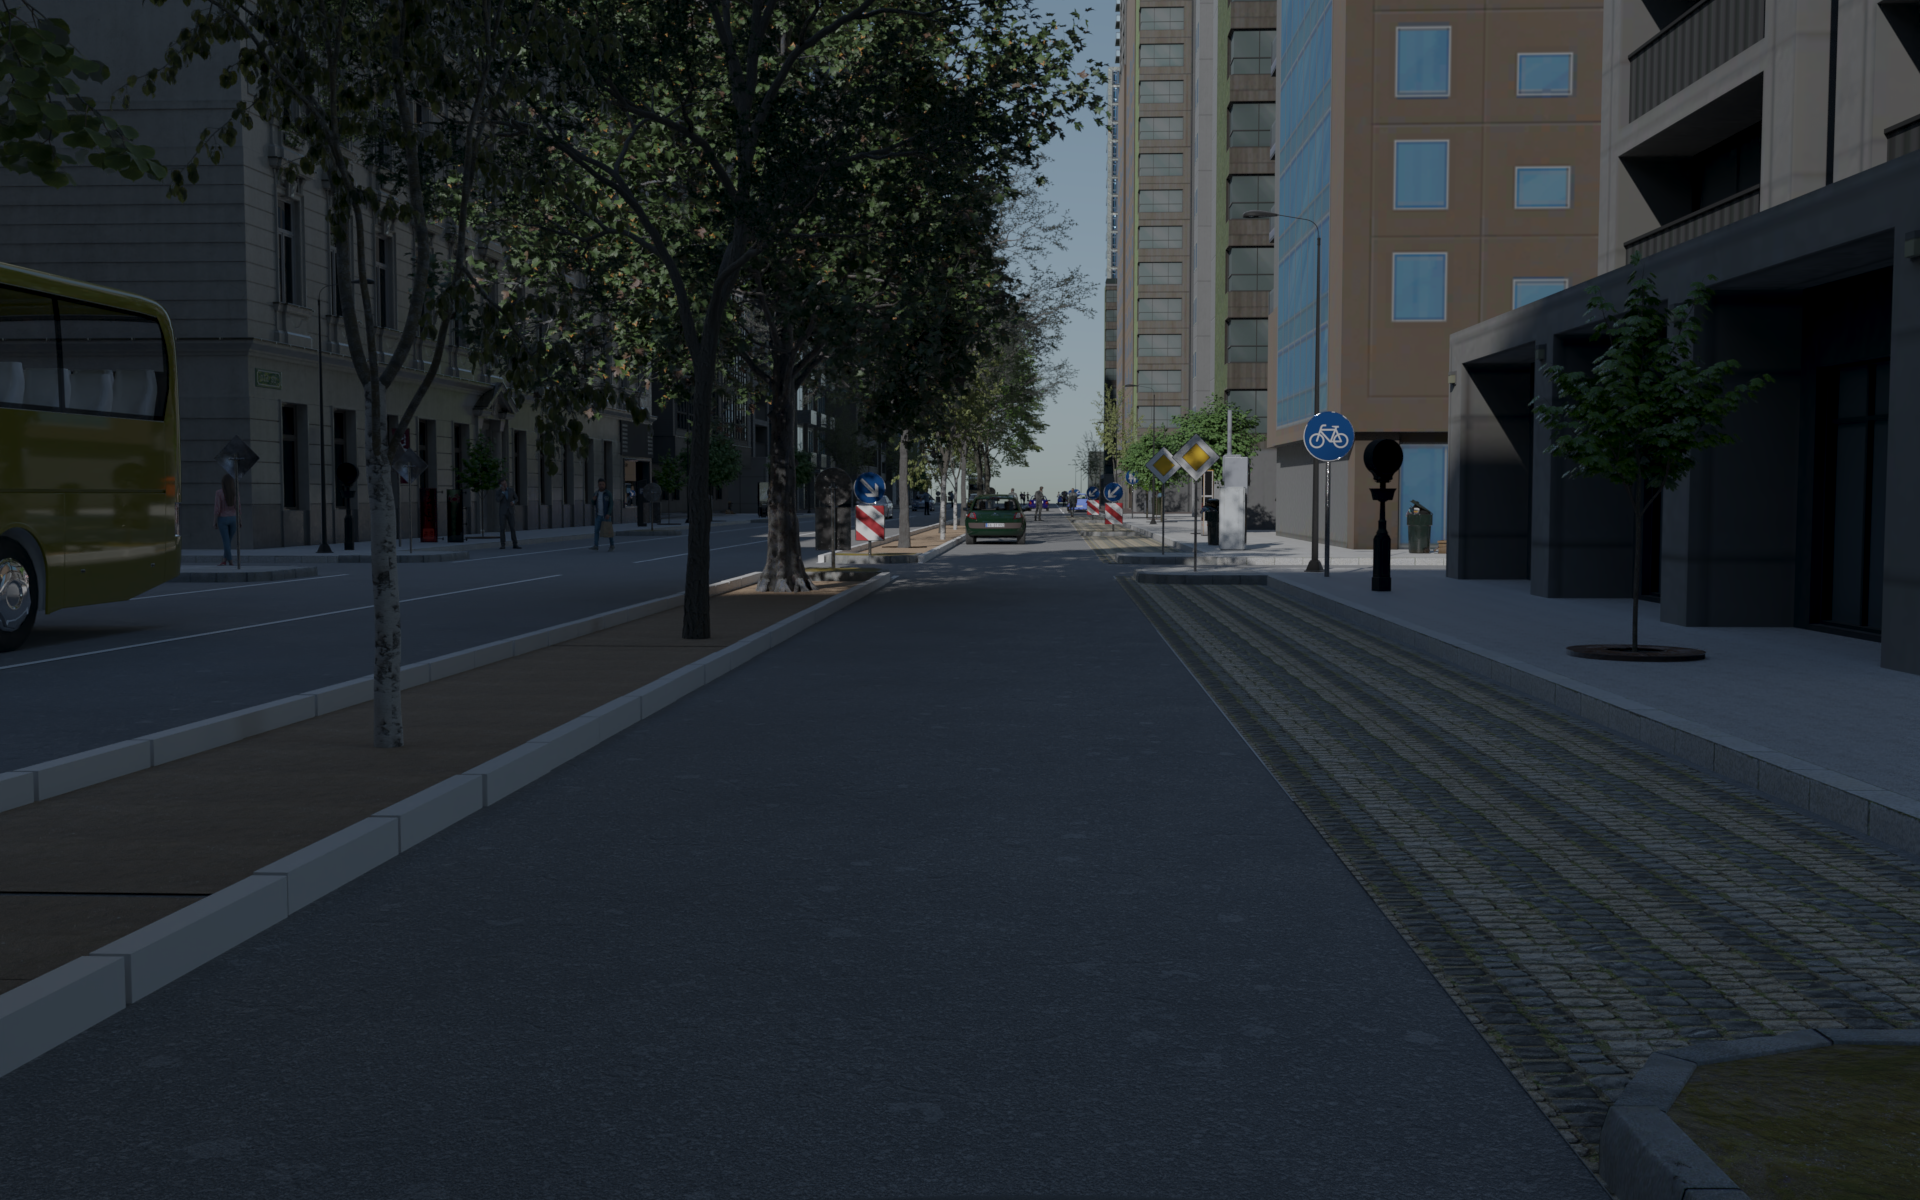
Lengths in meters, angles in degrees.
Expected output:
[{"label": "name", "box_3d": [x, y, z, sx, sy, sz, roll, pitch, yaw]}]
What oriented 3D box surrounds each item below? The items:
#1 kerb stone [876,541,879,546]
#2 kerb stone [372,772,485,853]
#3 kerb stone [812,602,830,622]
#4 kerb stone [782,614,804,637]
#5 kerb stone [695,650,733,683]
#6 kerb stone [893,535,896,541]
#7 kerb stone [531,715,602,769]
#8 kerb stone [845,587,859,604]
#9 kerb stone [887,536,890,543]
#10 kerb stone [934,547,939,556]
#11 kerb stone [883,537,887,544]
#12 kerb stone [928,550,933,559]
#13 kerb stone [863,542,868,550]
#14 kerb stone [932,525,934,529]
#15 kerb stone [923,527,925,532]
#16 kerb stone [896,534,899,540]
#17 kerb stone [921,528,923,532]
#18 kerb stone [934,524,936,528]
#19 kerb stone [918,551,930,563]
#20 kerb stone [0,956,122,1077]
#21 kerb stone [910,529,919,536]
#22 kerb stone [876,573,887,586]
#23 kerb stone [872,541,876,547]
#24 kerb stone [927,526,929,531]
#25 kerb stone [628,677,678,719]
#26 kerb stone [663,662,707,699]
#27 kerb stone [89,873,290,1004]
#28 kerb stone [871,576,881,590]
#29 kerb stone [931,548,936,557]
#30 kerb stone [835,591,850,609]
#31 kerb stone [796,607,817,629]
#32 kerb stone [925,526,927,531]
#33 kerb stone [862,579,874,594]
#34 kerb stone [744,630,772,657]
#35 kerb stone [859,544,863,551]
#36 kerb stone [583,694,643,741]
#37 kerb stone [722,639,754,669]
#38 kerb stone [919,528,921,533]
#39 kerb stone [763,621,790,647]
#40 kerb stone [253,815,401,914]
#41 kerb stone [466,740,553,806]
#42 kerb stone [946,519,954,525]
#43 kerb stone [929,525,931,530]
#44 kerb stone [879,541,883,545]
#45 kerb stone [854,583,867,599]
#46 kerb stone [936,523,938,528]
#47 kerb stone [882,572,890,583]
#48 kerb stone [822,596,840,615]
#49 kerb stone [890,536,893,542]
[{"label": "kerb stone", "box_3d": [-2.368, -1.515, 46.972, 0.120, 0.150, 1.000, 0, 4, 3]}, {"label": "kerb stone", "box_3d": [-2.267, 0.904, 7.416, 0.120, 0.150, 1.000, 0, 4, 3]}, {"label": "kerb stone", "box_3d": [-1.635, 0.153, 19.713, 0.120, 0.150, 1.000, 0, 4, 3]}, {"label": "kerb stone", "box_3d": [-1.743, 0.277, 17.661, 0.120, 0.150, 1.000, 0, 4, 3]}, {"label": "kerb stone", "box_3d": [-1.952, 0.528, 13.555, 0.120, 0.150, 1.000, 0, 4, 3]}, {"label": "kerb stone", "box_3d": [-2.106, -1.830, 52.112, 0.120, 0.150, 1.000, 0, 4, 3]}, {"label": "kerb stone", "box_3d": [-2.158, 0.779, 9.461, 0.120, 0.150, 1.000, 0, 4, 3]}, {"label": "kerb stone", "box_3d": [-1.482, -0.036, 22.787, 0.120, 0.150, 1.000, 0, 4, 3]}, {"label": "kerb stone", "box_3d": [-2.201, -1.704, 50.059, 0.120, 0.150, 1.000, 0, 4, 3]}, {"label": "kerb stone", "box_3d": [-0.634, -1.070, 39.687, 0.120, 0.150, 1.000, 0, 4, 3]}, {"label": "kerb stone", "box_3d": [-2.256, -1.641, 49.032, 0.120, 0.150, 1.000, 0, 4, 3]}, {"label": "kerb stone", "box_3d": [-0.730, -0.945, 37.643, 0.120, 0.150, 1.000, 0, 4, 3]}, {"label": "kerb stone", "box_3d": [-2.511, -1.327, 43.897, 0.120, 0.150, 1.000, 0, 4, 3]}, {"label": "kerb stone", "box_3d": [-1.222, -2.884, 69.476, 0.120, 0.150, 1.000, 0, 4, 3]}, {"label": "kerb stone", "box_3d": [-1.482, -2.579, 64.372, 0.120, 0.150, 1.000, 0, 4, 3]}, {"label": "kerb stone", "box_3d": [-2.048, -1.888, 53.132, 0.120, 0.150, 1.000, 0, 4, 3]}, {"label": "kerb stone", "box_3d": [-1.536, -2.517, 63.351, 0.120, 0.150, 1.000, 0, 4, 3]}, {"label": "kerb stone", "box_3d": [-1.177, -2.954, 70.498, 0.120, 0.150, 1.000, 0, 4, 3]}, {"label": "kerb stone", "box_3d": [-0.783, -0.882, 36.609, 0.120, 0.150, 1.000, 0, 4, 3]}, {"label": "kerb stone", "box_3d": [-2.412, 1.098, 4.332, 0.120, 0.150, 1.000, 0, 4, 3]}, {"label": "kerb stone", "box_3d": [-1.631, -2.388, 61.304, 0.120, 0.150, 1.000, 0, 4, 3]}, {"label": "kerb stone", "box_3d": [-1.276, -0.287, 26.881, 0.120, 0.150, 1.000, 0, 4, 3]}, {"label": "kerb stone", "box_3d": [-2.415, -1.451, 45.951, 0.120, 0.150, 1.000, 0, 4, 3]}, {"label": "kerb stone", "box_3d": [-1.378, -2.705, 66.414, 0.120, 0.150, 1.000, 0, 4, 3]}, {"label": "kerb stone", "box_3d": [-2.054, 0.654, 11.503, 0.120, 0.150, 1.000, 0, 4, 3]}, {"label": "kerb stone", "box_3d": [-2.010, 0.591, 12.526, 0.120, 0.150, 1.000, 0, 4, 3]}, {"label": "kerb stone", "box_3d": [-2.362, 1.038, 5.367, 0.120, 0.150, 1.000, 0, 4, 3]}, {"label": "kerb stone", "box_3d": [-1.327, -0.217, 25.850, 0.120, 0.150, 1.000, 0, 4, 3]}, {"label": "kerb stone", "box_3d": [-0.686, -1.003, 38.667, 0.120, 0.150, 1.000, 0, 4, 3]}, {"label": "kerb stone", "box_3d": [-1.533, 0.027, 21.761, 0.120, 0.150, 1.000, 0, 4, 3]}, {"label": "kerb stone", "box_3d": [-1.693, 0.215, 18.692, 0.120, 0.150, 1.000, 0, 4, 3]}, {"label": "kerb stone", "box_3d": [-1.426, -2.639, 65.393, 0.120, 0.150, 1.000, 0, 4, 3]}, {"label": "kerb stone", "box_3d": [-1.380, -0.158, 24.829, 0.120, 0.150, 1.000, 0, 4, 3]}, {"label": "kerb stone", "box_3d": [-1.855, 0.406, 15.612, 0.120, 0.150, 1.000, 0, 4, 3]}, {"label": "kerb stone", "box_3d": [-2.573, -1.265, 42.876, 0.120, 0.150, 1.000, 0, 4, 3]}, {"label": "kerb stone", "box_3d": [-2.111, 0.716, 10.482, 0.120, 0.150, 1.000, 0, 4, 3]}, {"label": "kerb stone", "box_3d": [-1.899, 0.471, 14.581, 0.120, 0.150, 1.000, 0, 4, 3]}, {"label": "kerb stone", "box_3d": [-1.587, -2.454, 62.325, 0.120, 0.150, 1.000, 0, 4, 3]}, {"label": "kerb stone", "box_3d": [-1.794, 0.341, 16.640, 0.120, 0.150, 1.000, 0, 4, 3]}, {"label": "kerb stone", "box_3d": [-2.318, 0.970, 6.388, 0.120, 0.150, 1.000, 0, 4, 3]}, {"label": "kerb stone", "box_3d": [-2.201, 0.841, 8.440, 0.120, 0.150, 1.000, 0, 4, 3]}, {"label": "kerb stone", "box_3d": [-0.504, -3.764, 83.786, 0.120, 0.150, 1.000, 0, 4, 3]}, {"label": "kerb stone", "box_3d": [-1.321, -2.767, 67.434, 0.120, 0.150, 1.000, 0, 4, 3]}, {"label": "kerb stone", "box_3d": [-2.317, -1.579, 48.009, 0.120, 0.150, 1.000, 0, 4, 3]}, {"label": "kerb stone", "box_3d": [-1.429, -0.094, 23.808, 0.120, 0.150, 1.000, 0, 4, 3]}, {"label": "kerb stone", "box_3d": [-1.121, -3.015, 71.518, 0.120, 0.150, 1.000, 0, 4, 3]}, {"label": "kerb stone", "box_3d": [-1.234, -0.347, 27.902, 0.120, 0.150, 1.000, 0, 4, 3]}, {"label": "kerb stone", "box_3d": [-1.588, 0.090, 20.734, 0.120, 0.150, 1.000, 0, 4, 3]}, {"label": "kerb stone", "box_3d": [-2.165, -1.767, 51.089, 0.120, 0.150, 1.000, 0, 4, 3]}]
